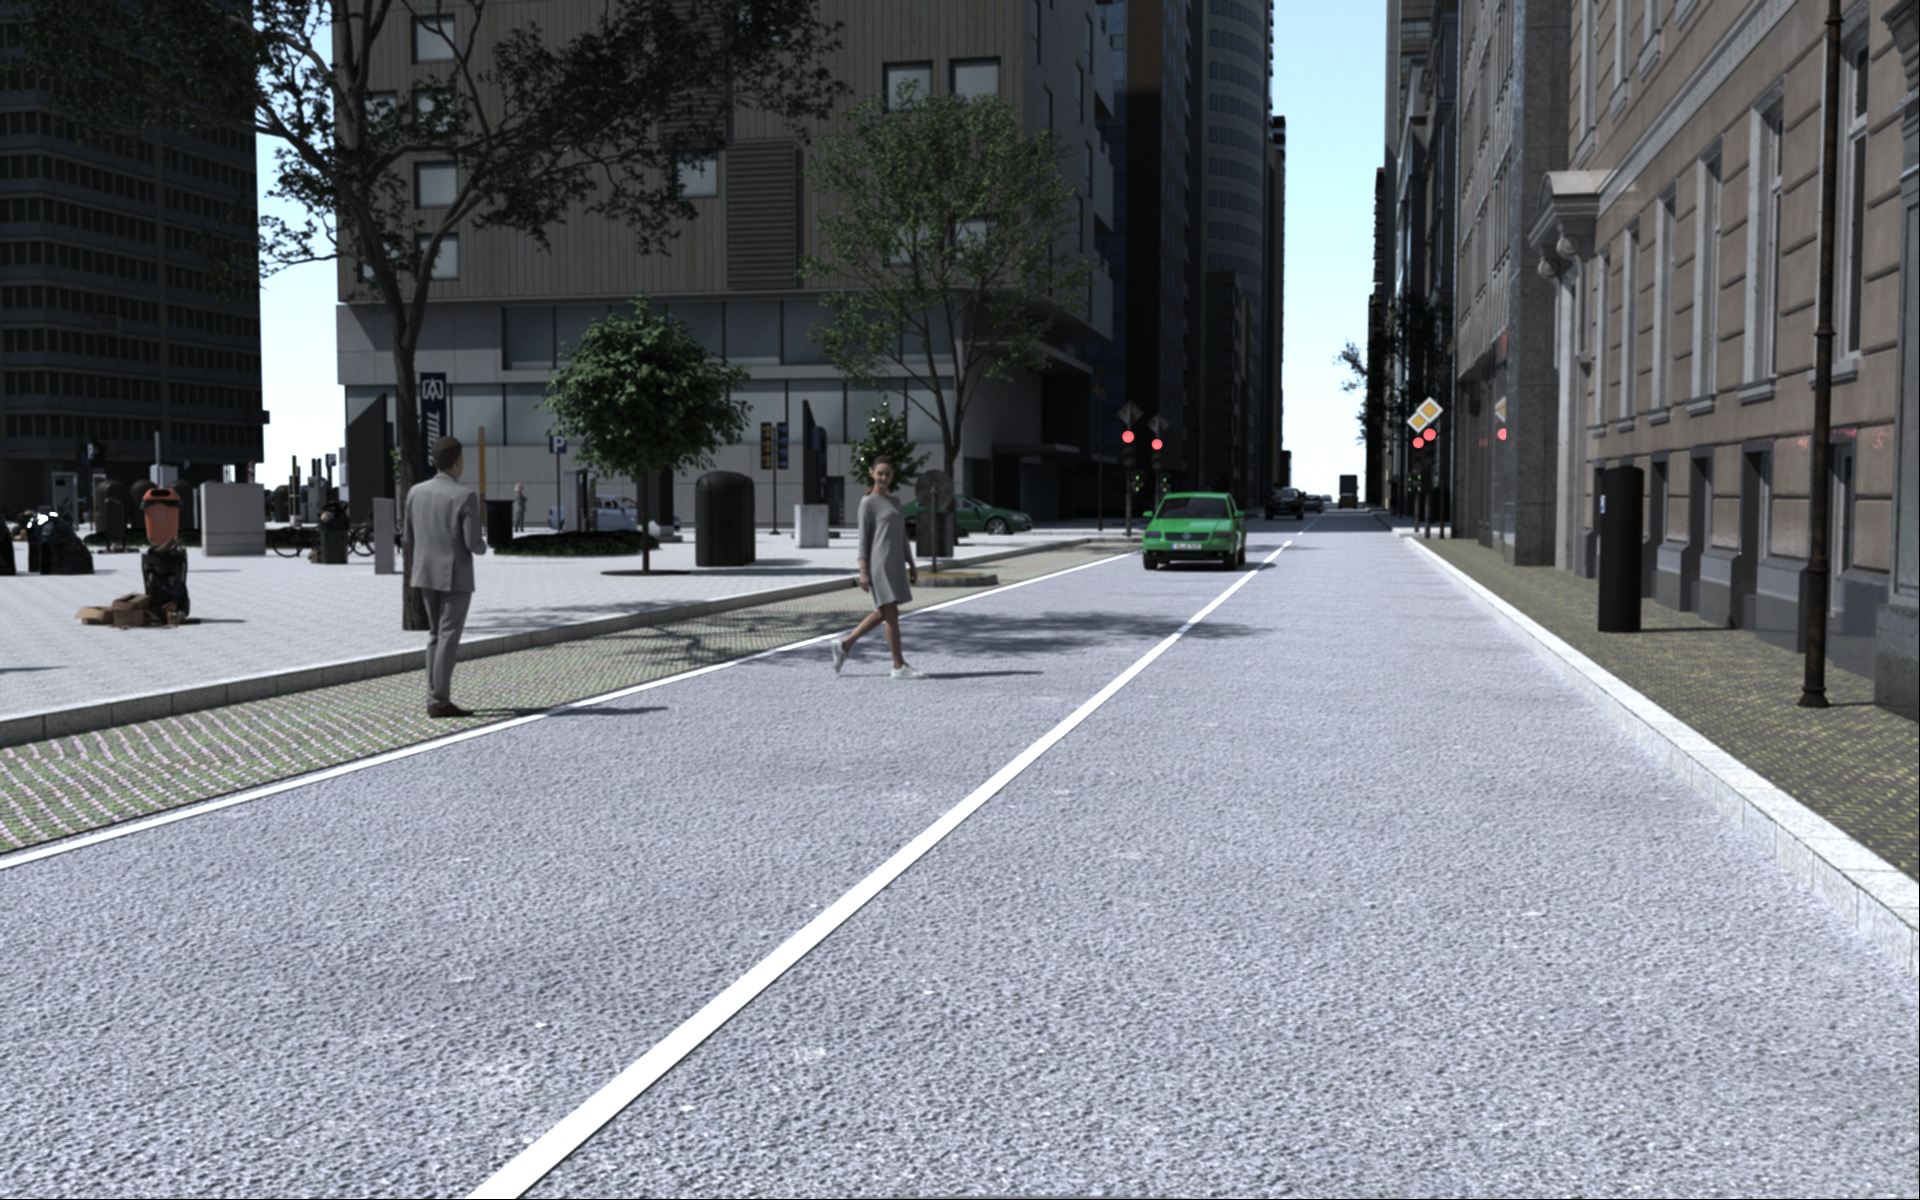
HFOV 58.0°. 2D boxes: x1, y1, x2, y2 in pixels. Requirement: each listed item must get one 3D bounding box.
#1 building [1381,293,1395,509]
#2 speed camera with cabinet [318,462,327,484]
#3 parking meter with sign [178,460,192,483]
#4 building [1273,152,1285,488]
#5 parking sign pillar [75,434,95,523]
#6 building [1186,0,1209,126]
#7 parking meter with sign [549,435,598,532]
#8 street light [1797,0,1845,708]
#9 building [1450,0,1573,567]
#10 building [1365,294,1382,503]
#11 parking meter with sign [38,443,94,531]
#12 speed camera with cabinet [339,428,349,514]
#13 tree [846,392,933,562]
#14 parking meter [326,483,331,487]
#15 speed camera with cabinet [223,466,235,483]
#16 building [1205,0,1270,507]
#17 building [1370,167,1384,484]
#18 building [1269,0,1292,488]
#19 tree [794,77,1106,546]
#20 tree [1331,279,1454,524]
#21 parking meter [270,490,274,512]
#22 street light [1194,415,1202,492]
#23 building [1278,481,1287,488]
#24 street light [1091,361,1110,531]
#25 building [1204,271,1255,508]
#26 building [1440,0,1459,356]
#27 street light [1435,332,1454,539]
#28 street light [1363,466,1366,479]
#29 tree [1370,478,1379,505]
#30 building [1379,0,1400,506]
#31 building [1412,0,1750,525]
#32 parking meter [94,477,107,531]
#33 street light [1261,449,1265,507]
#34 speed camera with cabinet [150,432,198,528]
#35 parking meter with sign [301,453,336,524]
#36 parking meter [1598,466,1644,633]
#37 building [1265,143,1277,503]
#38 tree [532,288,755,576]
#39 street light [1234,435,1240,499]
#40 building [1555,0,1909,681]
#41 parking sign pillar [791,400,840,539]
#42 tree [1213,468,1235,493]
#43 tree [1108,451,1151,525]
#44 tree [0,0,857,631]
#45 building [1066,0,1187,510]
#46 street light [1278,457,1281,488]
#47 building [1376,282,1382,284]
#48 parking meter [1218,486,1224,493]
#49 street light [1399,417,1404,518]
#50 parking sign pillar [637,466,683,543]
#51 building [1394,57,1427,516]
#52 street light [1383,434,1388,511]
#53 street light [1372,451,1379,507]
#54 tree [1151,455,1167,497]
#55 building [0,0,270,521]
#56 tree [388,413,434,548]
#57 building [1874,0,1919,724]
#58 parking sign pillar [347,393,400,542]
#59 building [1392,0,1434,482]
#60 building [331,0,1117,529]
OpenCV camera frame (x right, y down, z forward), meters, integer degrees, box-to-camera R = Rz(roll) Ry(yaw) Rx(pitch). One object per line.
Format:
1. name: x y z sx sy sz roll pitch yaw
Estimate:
1. building: 53.630 -19.278 160.237 27.650 21.520 28.899 1 4 13
2. speed camera with cabinet: -39.242 -6.820 105.844 0.660 3.252 2.038 0 4 5
3. parking meter with sign: -39.707 -5.583 87.544 0.543 3.016 1.738 2 4 27
4. building: 34.283 -35.040 223.022 14.600 45.320 14.200 1 4 13
5. parking sign pillar: -39.430 -5.486 78.175 1.447 3.967 1.447 0 4 -8
6. building: 10.004 -26.912 123.613 14.154 41.232 14.086 1 4 13
7. parking meter with sign: -11.182 -3.308 50.353 1.738 3.016 0.543 3 5 42
8. street light: 5.159 -2.294 10.287 0.468 5.910 1.993 1 4 13
9. building: 17.877 -13.478 38.382 12.078 24.808 19.932 1 4 13
10. building: 65.534 -29.154 248.366 14.160 30.474 14.107 1 4 13
11. parking meter with sign: -30.839 -3.879 59.690 1.738 3.016 0.543 0 4 -6
12. speed camera with cabinet: -17.844 -3.522 51.919 2.038 3.252 0.660 3 5 41
13. tree: -1.313 -2.347 32.973 1.663 3.219 1.824 0 3 0
14. parking meter: -32.811 -5.154 89.981 0.255 1.863 0.399 1 4 10
15. speed camera with cabinet: -52.800 -7.913 123.721 2.038 3.252 0.660 1 4 18
16. building: 20.214 -38.851 177.208 21.231 58.520 28.212 1 4 13
17. building: 65.044 -34.925 225.643 22.147 44.769 28.867 1 4 13
18. building: 40.693 -58.471 268.673 22.319 86.520 31.000 1 4 13
19. tree: -0.221 -7.158 42.787 9.928 11.665 9.643 0 3 0
20. tree: 20.281 -8.620 75.357 7.601 10.594 8.767 3 4 37
21. parking meter: -48.720 -6.989 122.685 0.372 1.533 0.369 0 3 0
22. street light: 13.659 -7.756 99.595 0.468 5.910 1.993 1 4 13
23. building: 29.690 -33.753 243.735 32.217 40.220 23.993 1 4 13
24. street light: 4.916 -5.362 60.453 0.468 5.910 1.993 1 4 13
25. building: 10.909 -18.726 151.208 27.650 21.520 28.899 1 4 13
26. building: 27.033 -14.122 59.771 19.941 23.489 11.050 1 4 13
27. street light: 13.809 -4.689 49.450 0.468 5.910 1.993 1 4 13
28. street light: 58.240 -16.789 247.283 0.468 5.910 1.993 1 4 13
29. tree: 51.183 -13.359 213.026 1.663 3.219 1.824 0 3 0
30. building: 56.735 -39.516 188.092 21.231 58.520 28.212 1 4 13
31. building: 30.731 -18.552 89.224 13.634 28.700 20.117 1 4 13
32. parking meter: -28.749 -3.197 57.980 0.399 1.863 0.255 2 4 30
33. street light: 30.429 -12.311 174.071 0.468 5.910 1.993 1 4 13
34. speed camera with cabinet: -24.763 -3.696 54.763 2.038 3.252 0.660 2 4 34
35. parking meter with sign: -27.762 -4.802 74.768 1.738 3.016 0.543 2 4 24
36. parking meter: 6.153 -0.472 16.121 0.372 1.533 0.369 0 3 0
37. building: 28.508 -31.432 197.515 14.154 41.232 14.086 1 4 13
38. tree: -5.134 -2.695 27.778 4.285 4.588 4.351 0 3 0
39. street light: 21.604 -9.918 134.947 0.468 5.910 1.993 1 4 13
40. building: 14.338 -14.230 18.571 13.634 28.700 20.117 1 4 13
41. parking sign pillar: -4.199 -3.777 50.222 1.447 3.967 1.447 1 4 8
42. tree: 19.369 -8.112 127.226 1.663 3.219 1.824 0 3 0
43. tree: 6.946 -4.719 71.753 1.663 3.219 1.824 0 3 0
44. tree: -5.105 -5.015 16.403 8.767 10.594 7.601 0 4 0
45. building: 5.668 -27.627 101.809 14.600 45.320 14.200 1 4 13
46. street light: 39.842 -14.880 216.074 0.468 5.910 1.993 1 4 13
47. building: 75.805 -39.675 268.296 23.786 49.044 30.456 1 4 13
48. parking meter: 18.179 -7.024 120.550 0.255 1.863 0.399 -2 4 -23
49. street light: 23.260 -7.244 91.223 0.468 5.910 1.993 1 4 13
50. parking sign pillar: -8.044 -3.495 45.615 1.447 3.967 1.447 -3 4 -37
51. building: 34.696 -20.590 114.140 11.434 29.767 29.804 1 4 13
52. street light: 31.972 -9.641 130.411 0.468 5.910 1.993 1 4 13
53. street light: 40.051 -11.826 166.145 0.468 5.910 1.993 1 4 13
54. tree: 8.501 -5.116 78.241 1.663 3.219 1.824 0 3 0
55. building: -52.465 -24.278 88.830 23.993 40.220 32.217 1 4 13
56. tree: -12.833 -2.869 41.512 1.663 3.219 1.824 0 3 0
57. building: 8.162 -9.235 0.147 9.793 20.994 18.267 1 4 13
58. parking sign pillar: -15.872 -3.563 46.723 1.447 3.967 1.447 2 4 25
59. building: 42.259 -27.878 139.407 14.154 41.232 14.086 1 4 13
60. building: -8.043 -29.719 75.138 28.713 52.752 27.495 1 4 13
